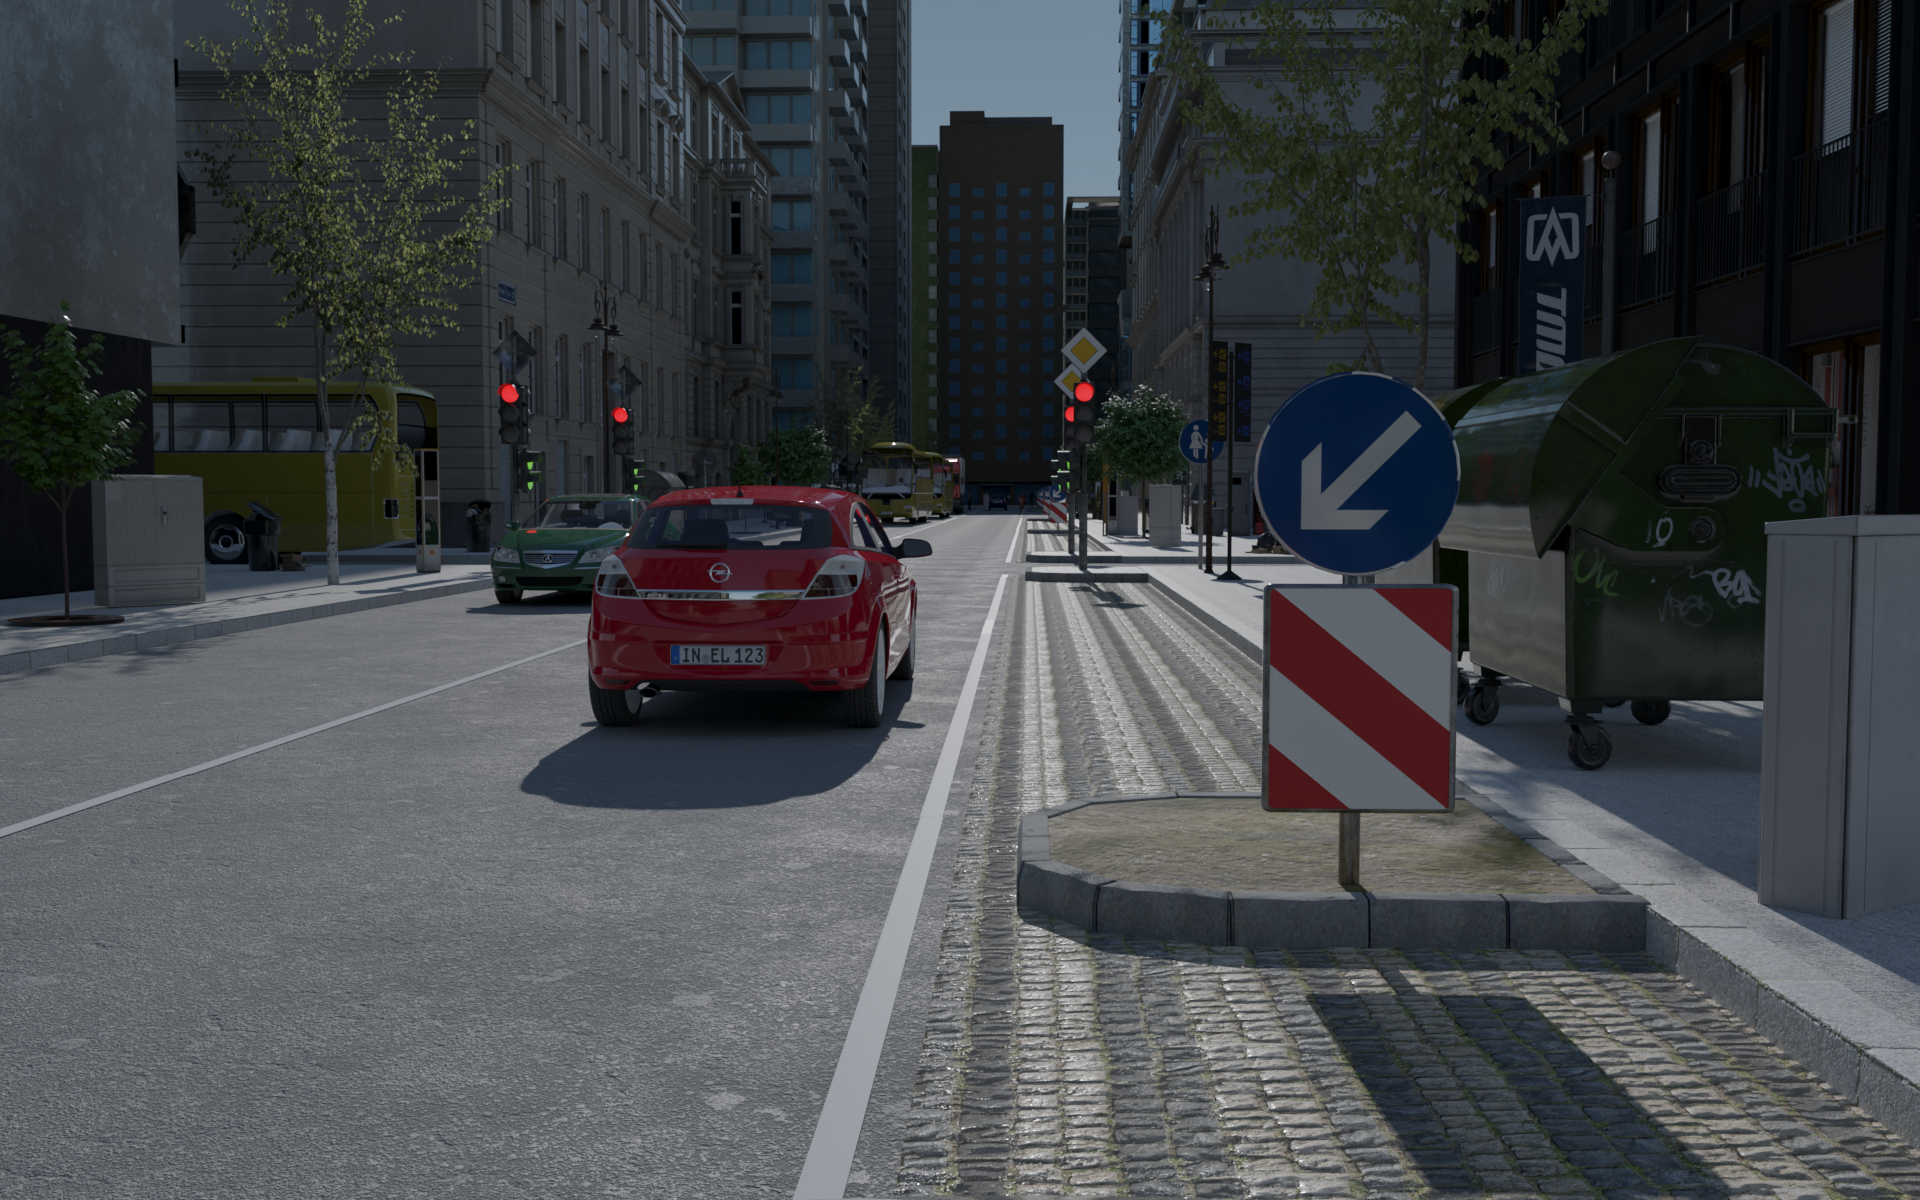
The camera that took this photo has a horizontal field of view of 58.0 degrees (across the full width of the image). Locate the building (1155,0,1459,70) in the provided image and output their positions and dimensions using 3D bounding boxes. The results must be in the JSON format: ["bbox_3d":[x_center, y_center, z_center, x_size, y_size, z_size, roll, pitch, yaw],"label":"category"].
[{"bbox_3d":[27.403,-26.620,127.120,32.217,40.220,23.993,0,4,2],"label":"building"}]

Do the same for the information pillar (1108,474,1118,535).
[{"bbox_3d":[4.774,-3.047,54.308,0.304,2.012,0.304,0,4,-3],"label":"information pillar"}]

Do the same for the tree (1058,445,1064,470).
[{"bbox_3d":[6.821,-6.834,95.445,4.285,4.588,4.351,0,3,0],"label":"tree"}]

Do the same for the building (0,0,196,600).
[{"bbox_3d":[-20.009,-9.291,19.353,16.811,18.784,16.820,0,4,2],"label":"building"}]

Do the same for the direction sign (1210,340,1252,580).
[{"bbox_3d":[4.039,-2.072,25.879,0.876,3.537,0.379,-3,5,-40],"label":"direction sign"}]

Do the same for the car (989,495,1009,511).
[{"bbox_3d":[3.293,-8.511,151.729,1.945,1.354,3.894,0,4,0],"label":"car"}]

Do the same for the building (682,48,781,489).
[{"bbox_3d":[-16.537,-16.108,82.456,14.460,24.649,34.723,0,4,2],"label":"building"}]

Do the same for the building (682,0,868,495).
[{"bbox_3d":[-18.686,-31.086,127.872,23.786,49.044,30.456,0,4,2],"label":"building"}]

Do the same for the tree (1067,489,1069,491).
[{"bbox_3d":[9.067,-8.712,137.039,1.663,3.219,1.824,0,3,0],"label":"tree"}]

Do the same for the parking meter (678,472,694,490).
[{"bbox_3d":[-7.106,-2.401,44.975,0.399,1.863,0.255,3,4,37],"label":"parking meter"}]

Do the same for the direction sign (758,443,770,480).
[{"bbox_3d":[-8.710,-5.209,77.158,0.379,3.537,0.876,-3,5,-42],"label":"direction sign"}]

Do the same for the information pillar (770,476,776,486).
[{"bbox_3d":[-7.125,-3.781,66.319,0.304,2.012,0.304,0,4,-8],"label":"information pillar"}]

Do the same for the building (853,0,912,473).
[{"bbox_3d":[-15.694,-45.049,174.801,20.611,71.187,20.563,0,4,2],"label":"building"}]

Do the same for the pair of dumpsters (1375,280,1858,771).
[{"bbox_3d":[3.412,-0.457,9.963,1.574,2.255,4.437,0,4,2],"label":"pair of dumpsters"}]

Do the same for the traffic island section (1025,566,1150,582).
[{"bbox_3d":[2.108,-0.433,29.368,2.009,0.180,2.903,0,4,2],"label":"traffic island section"}]

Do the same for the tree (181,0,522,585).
[{"bbox_3d":[-8.638,-4.518,24.237,4.360,8.622,3.978,0,3,0],"label":"tree"}]

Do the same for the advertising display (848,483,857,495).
[{"bbox_3d":[-6.403,-5.828,100.502,0.974,1.923,0.123,-3,5,-41],"label":"advertising display"}]

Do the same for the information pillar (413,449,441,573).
[{"bbox_3d":[-8.665,-1.449,28.182,0.304,2.012,0.304,-3,5,-42],"label":"information pillar"}]

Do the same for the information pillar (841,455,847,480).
[{"bbox_3d":[-6.869,-6.807,102.641,0.504,3.616,0.183,1,4,11],"label":"information pillar"}]

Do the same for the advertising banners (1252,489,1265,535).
[{"bbox_3d":[9.316,-3.539,54.055,2.074,3.025,0.090,-2,4,-32],"label":"advertising banners"}]

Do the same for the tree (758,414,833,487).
[{"bbox_3d":[-6.756,-5.377,71.629,4.285,4.588,4.351,0,3,0],"label":"tree"}]

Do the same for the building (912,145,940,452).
[{"bbox_3d":[-9.133,-31.947,205.923,14.086,41.232,14.154,0,4,2],"label":"building"}]

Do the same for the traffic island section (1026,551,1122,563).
[{"bbox_3d":[2.424,-0.921,37.347,2.009,0.180,2.903,0,4,2],"label":"traffic island section"}]

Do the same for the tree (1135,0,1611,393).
[{"bbox_3d":[4.151,-4.055,16.661,4.737,8.622,4.395,0,3,0],"label":"tree"}]

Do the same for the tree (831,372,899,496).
[{"bbox_3d":[-5.858,-9.480,105.362,4.737,8.622,4.395,0,3,0],"label":"tree"}]

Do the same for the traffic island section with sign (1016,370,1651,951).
[{"bbox_3d":[1.207,0.138,6.379,1.989,1.847,2.006,0,4,2],"label":"traffic island section with sign"}]

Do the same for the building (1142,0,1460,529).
[{"bbox_3d":[15.304,-14.252,74.816,13.314,21.916,24.055,0,4,2],"label":"building"}]

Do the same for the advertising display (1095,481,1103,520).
[{"bbox_3d":[6.971,-5.002,86.995,0.123,1.923,0.974,-1,4,-13],"label":"advertising display"}]

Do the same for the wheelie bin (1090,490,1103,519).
[{"bbox_3d":[7.071,-4.943,88.724,0.693,1.594,0.980,2,4,30],"label":"wheelie bin"}]

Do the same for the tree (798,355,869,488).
[{"bbox_3d":[-6.841,-8.675,92.193,4.360,8.622,3.978,0,3,0],"label":"tree"}]

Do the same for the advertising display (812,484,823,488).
[{"bbox_3d":[-8.816,-6.165,106.017,0.974,1.923,0.123,3,4,36],"label":"advertising display"}]

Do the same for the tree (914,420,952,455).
[{"bbox_3d":[-2.606,-13.562,172.103,4.737,8.622,4.395,0,3,0],"label":"tree"}]

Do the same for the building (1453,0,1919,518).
[{"bbox_3d":[13.316,-11.494,17.605,12.332,23.373,15.834,0,4,2],"label":"building"}]

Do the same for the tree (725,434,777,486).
[{"bbox_3d":[-6.964,-3.758,56.046,1.663,3.219,1.824,0,3,0],"label":"tree"}]

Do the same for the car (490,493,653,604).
[{"bbox_3d":[-5.095,-0.755,24.142,2.131,1.459,4.920,0,4,2],"label":"car"}]

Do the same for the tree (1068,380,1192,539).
[{"bbox_3d":[5.312,-4.056,50.029,4.285,4.588,4.351,0,3,0],"label":"tree"}]

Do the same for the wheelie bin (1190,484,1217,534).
[{"bbox_3d":[7.870,-2.943,56.026,0.980,1.594,0.693,3,4,38],"label":"wheelie bin"}]

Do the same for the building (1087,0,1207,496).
[{"bbox_3d":[22.994,-51.424,153.456,22.319,86.520,31.000,0,4,2],"label":"building"}]

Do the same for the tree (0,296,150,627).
[{"bbox_3d":[-8.755,-1.371,17.011,1.663,3.219,1.824,0,3,0],"label":"tree"}]

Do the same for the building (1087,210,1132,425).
[{"bbox_3d":[19.959,-24.839,177.816,14.160,30.474,14.107,0,4,2],"label":"building"}]

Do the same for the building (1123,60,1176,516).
[{"bbox_3d":[16.232,-18.470,99.240,12.463,27.353,25.104,0,4,2],"label":"building"}]

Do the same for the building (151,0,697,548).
[{"bbox_3d":[-16.334,-15.610,52.486,12.463,27.353,25.104,0,4,2],"label":"building"}]

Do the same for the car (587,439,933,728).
[{"bbox_3d":[-1.296,-0.189,12.138,2.155,1.783,4.494,0,4,2],"label":"car"}]

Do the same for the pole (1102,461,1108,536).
[{"bbox_3d":[4.424,-3.598,52.673,0.158,3.312,0.155,0,3,0],"label":"pole"}]

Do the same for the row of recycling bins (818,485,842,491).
[{"bbox_3d":[-6.065,-4.535,81.258,1.069,1.692,3.534,0,4,3],"label":"row of recycling bins"}]
